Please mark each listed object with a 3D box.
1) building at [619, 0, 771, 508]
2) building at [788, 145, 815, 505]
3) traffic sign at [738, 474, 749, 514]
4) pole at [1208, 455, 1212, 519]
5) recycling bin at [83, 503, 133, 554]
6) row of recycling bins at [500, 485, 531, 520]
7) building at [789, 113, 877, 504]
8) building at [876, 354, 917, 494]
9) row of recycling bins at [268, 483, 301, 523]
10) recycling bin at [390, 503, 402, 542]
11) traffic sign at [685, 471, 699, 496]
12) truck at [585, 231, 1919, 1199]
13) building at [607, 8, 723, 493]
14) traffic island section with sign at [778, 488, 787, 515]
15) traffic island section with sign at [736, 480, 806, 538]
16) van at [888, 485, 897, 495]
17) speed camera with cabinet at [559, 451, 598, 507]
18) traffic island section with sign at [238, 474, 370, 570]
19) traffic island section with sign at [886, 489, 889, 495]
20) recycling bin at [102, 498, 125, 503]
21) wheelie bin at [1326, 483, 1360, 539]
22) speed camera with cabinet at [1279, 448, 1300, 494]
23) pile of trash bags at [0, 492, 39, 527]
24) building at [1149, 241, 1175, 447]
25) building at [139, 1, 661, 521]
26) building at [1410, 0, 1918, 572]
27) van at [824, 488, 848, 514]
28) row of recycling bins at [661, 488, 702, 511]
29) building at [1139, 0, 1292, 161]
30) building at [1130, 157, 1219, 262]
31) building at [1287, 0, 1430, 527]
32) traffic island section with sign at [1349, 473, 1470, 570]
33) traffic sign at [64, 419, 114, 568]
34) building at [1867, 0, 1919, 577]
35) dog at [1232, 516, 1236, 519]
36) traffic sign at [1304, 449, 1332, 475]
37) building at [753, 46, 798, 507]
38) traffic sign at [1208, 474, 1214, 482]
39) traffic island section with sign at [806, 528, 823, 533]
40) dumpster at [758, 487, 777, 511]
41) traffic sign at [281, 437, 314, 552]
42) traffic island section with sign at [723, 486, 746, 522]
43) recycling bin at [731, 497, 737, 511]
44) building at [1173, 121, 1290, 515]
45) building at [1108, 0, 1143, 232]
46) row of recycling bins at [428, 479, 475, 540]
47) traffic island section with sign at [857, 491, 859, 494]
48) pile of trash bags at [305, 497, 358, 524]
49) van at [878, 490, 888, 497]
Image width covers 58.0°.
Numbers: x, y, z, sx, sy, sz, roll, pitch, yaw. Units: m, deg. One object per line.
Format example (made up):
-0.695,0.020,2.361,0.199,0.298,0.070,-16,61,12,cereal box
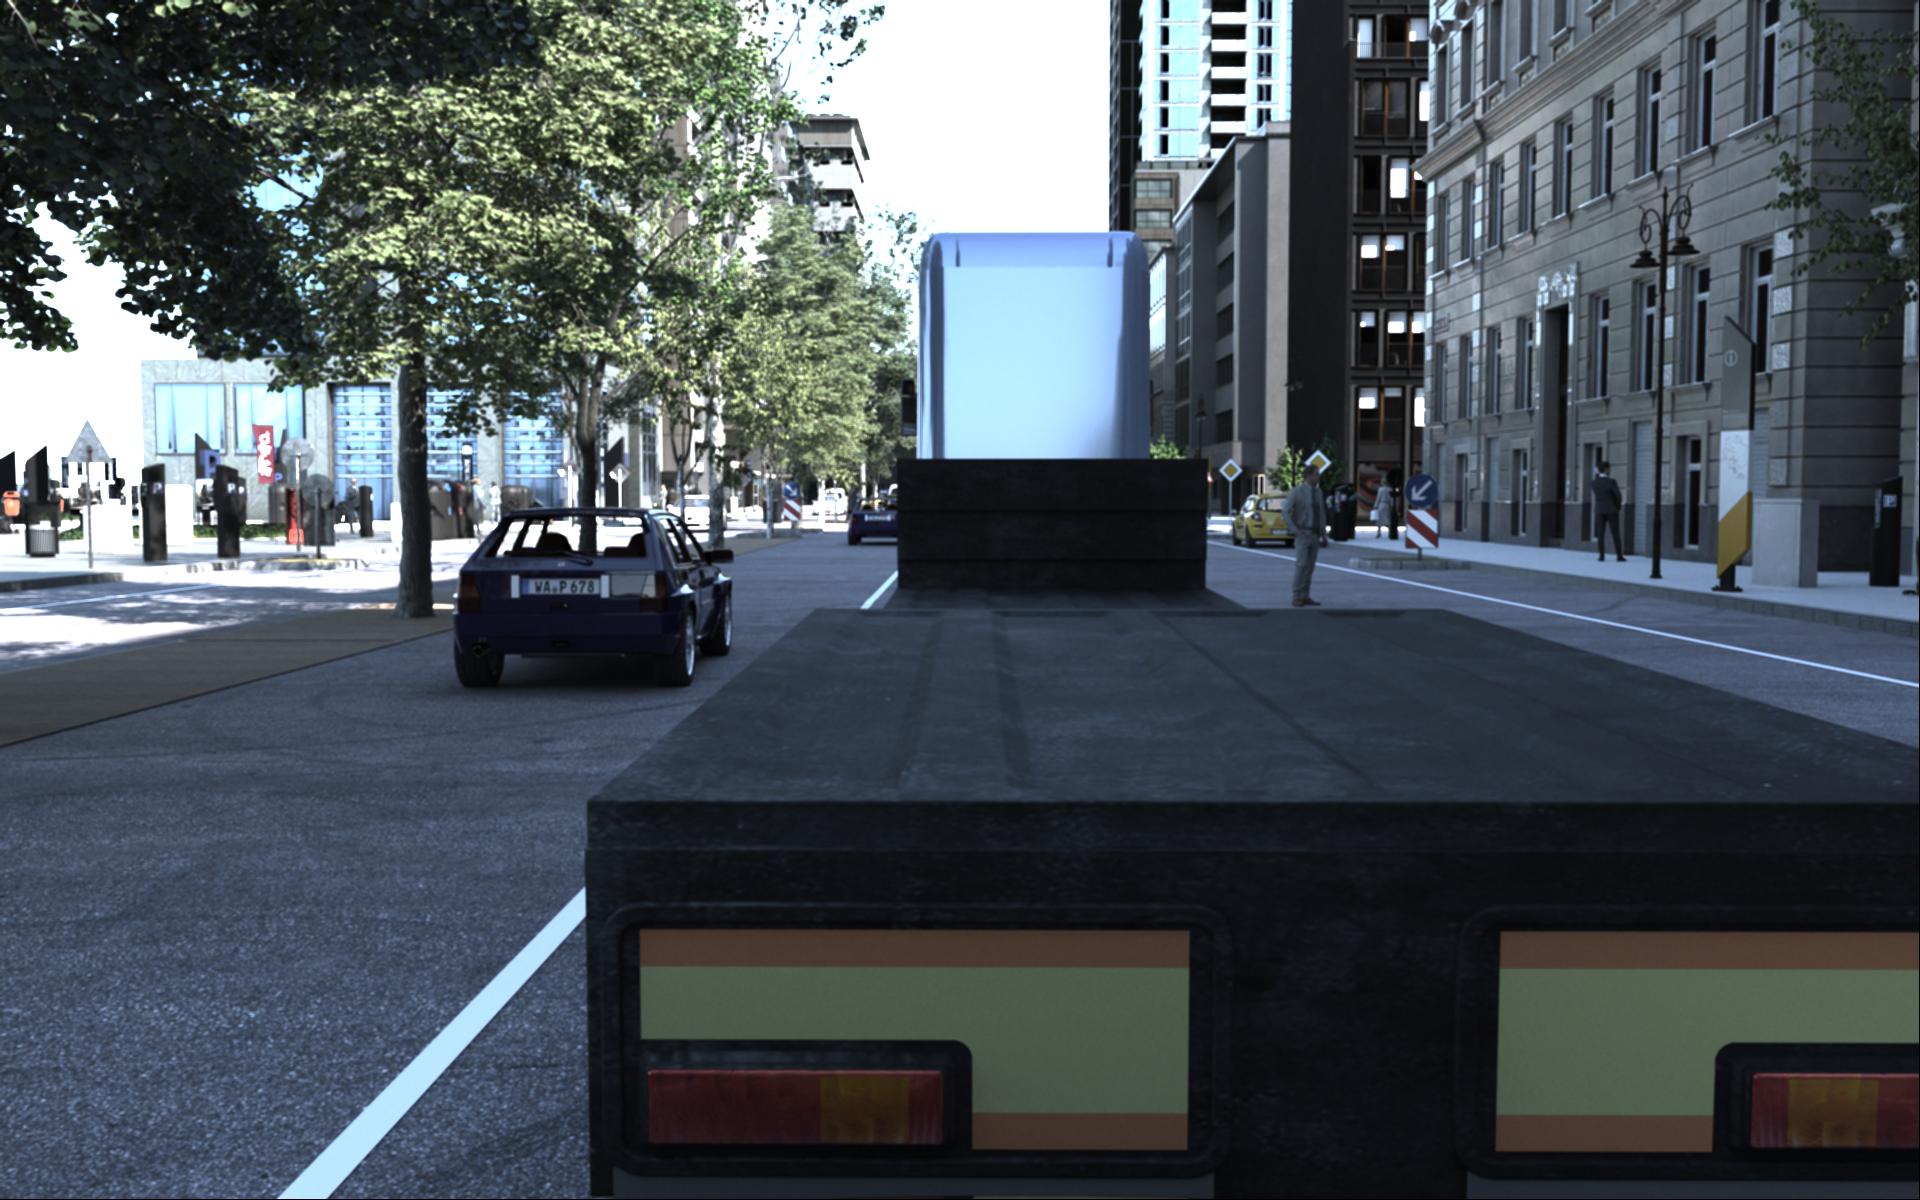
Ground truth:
-31.204,-34.462,152.698,28.713,52.752,27.495,0,4,0,building
-24.441,-31.864,204.578,14.086,41.232,14.154,0,4,0,building
-14.016,-6.834,111.843,0.768,2.556,0.104,0,4,2,traffic sign
12.945,-5.870,89.813,0.158,3.312,0.155,0,3,0,pole
-18.391,-1.518,37.376,0.722,1.027,0.722,0,4,4,recycling bin
-20.266,-4.407,79.171,1.069,1.692,3.534,0,4,-3,row of recycling bins
-24.559,-39.762,239.343,27.495,52.752,28.713,0,4,0,building
3.637,-24.165,240.131,28.899,21.520,27.650,0,4,0,building
-25.758,-3.621,66.322,1.069,1.692,3.534,-1,4,-12,row of recycling bins
-14.856,-2.074,46.462,0.722,1.027,0.722,-1,4,-11,recycling bin
-14.422,-5.692,93.162,0.768,2.556,0.104,0,4,5,traffic sign
0.702,-1.361,12.013,2.967,4.110,18.799,0,4,1,truck
-25.182,-27.049,125.854,14.154,41.232,14.086,0,4,0,building
-11.973,-6.619,116.842,1.989,1.847,2.006,0,4,0,traffic island section with sign
-6.205,-2.965,56.612,2.006,1.907,1.989,0,4,0,traffic island section with sign
-2.319,-4.208,75.805,2.013,2.044,4.112,0,4,2,van
-17.592,-5.233,79.887,2.038,3.252,0.660,3,4,37,speed camera with cabinet
-12.557,-1.516,33.421,1.989,1.847,2.006,0,4,0,traffic island section with sign
-5.616,-8.013,139.156,2.006,1.907,1.989,0,4,0,traffic island section with sign
-39.068,-4.105,79.663,0.722,1.027,0.722,3,5,43,recycling bin
10.932,-2.531,49.287,0.980,1.594,0.693,-1,4,-18,wheelie bin
13.806,-4.655,70.442,2.038,3.252,0.660,-3,5,-44,speed camera with cabinet
-39.232,-3.837,72.492,1.912,1.369,3.447,2,4,35,pile of trash bags
18.973,-17.194,130.280,9.793,20.994,18.267,0,4,0,building
-28.609,-47.788,94.009,22.319,86.520,31.000,0,4,0,building
19.523,-14.832,39.767,12.463,27.353,25.104,0,4,0,building
-9.293,-7.416,128.255,2.013,2.044,4.112,0,4,0,van
-19.233,-6.770,117.807,3.534,1.692,1.069,-2,4,-33,row of recycling bins
34.035,-56.378,234.450,31.000,86.520,22.319,0,4,0,building
21.789,-23.311,152.836,14.160,30.474,14.107,0,4,0,building
22.775,-14.846,72.412,15.834,23.373,12.332,0,4,0,building
8.663,-1.531,33.668,1.989,1.847,2.006,0,4,0,traffic island section with sign
-15.034,-1.828,29.885,0.884,2.594,0.081,0,4,4,traffic sign
21.031,-14.143,17.145,13.634,28.700,20.117,0,4,0,building
14.666,-4.467,90.763,0.550,0.427,0.748,-2,4,-31,dog
10.549,-3.134,50.979,0.795,2.593,0.064,1,4,8,traffic sign
-28.828,-34.381,181.735,23.786,49.044,30.456,0,4,0,building
10.918,-4.742,77.538,0.884,2.594,0.081,0,4,5,traffic sign
-6.143,-3.418,64.019,2.006,1.907,1.989,0,4,0,traffic island section with sign
-14.173,-7.451,127.580,1.264,1.857,1.865,0,4,1,dumpster
-14.752,-2.352,38.566,0.768,2.556,0.104,0,4,5,traffic sign
-12.163,-4.970,89.887,1.989,1.847,2.006,0,4,0,traffic island section with sign
-17.379,-7.269,131.396,0.722,1.027,0.722,-3,4,-37,recycling bin
21.758,-17.551,106.030,14.314,24.678,30.058,0,4,0,building
25.957,-46.629,200.639,20.563,71.187,20.611,0,4,0,building
-14.773,-2.590,49.464,1.069,1.692,3.534,0,4,2,row of recycling bins
-11.418,-11.353,194.246,1.989,1.847,2.006,0,4,0,traffic island section with sign
-27.734,-3.977,74.780,3.447,1.369,1.912,1,4,11,pile of trash bags
-8.420,-11.415,193.643,2.013,2.044,4.112,0,4,1,van
